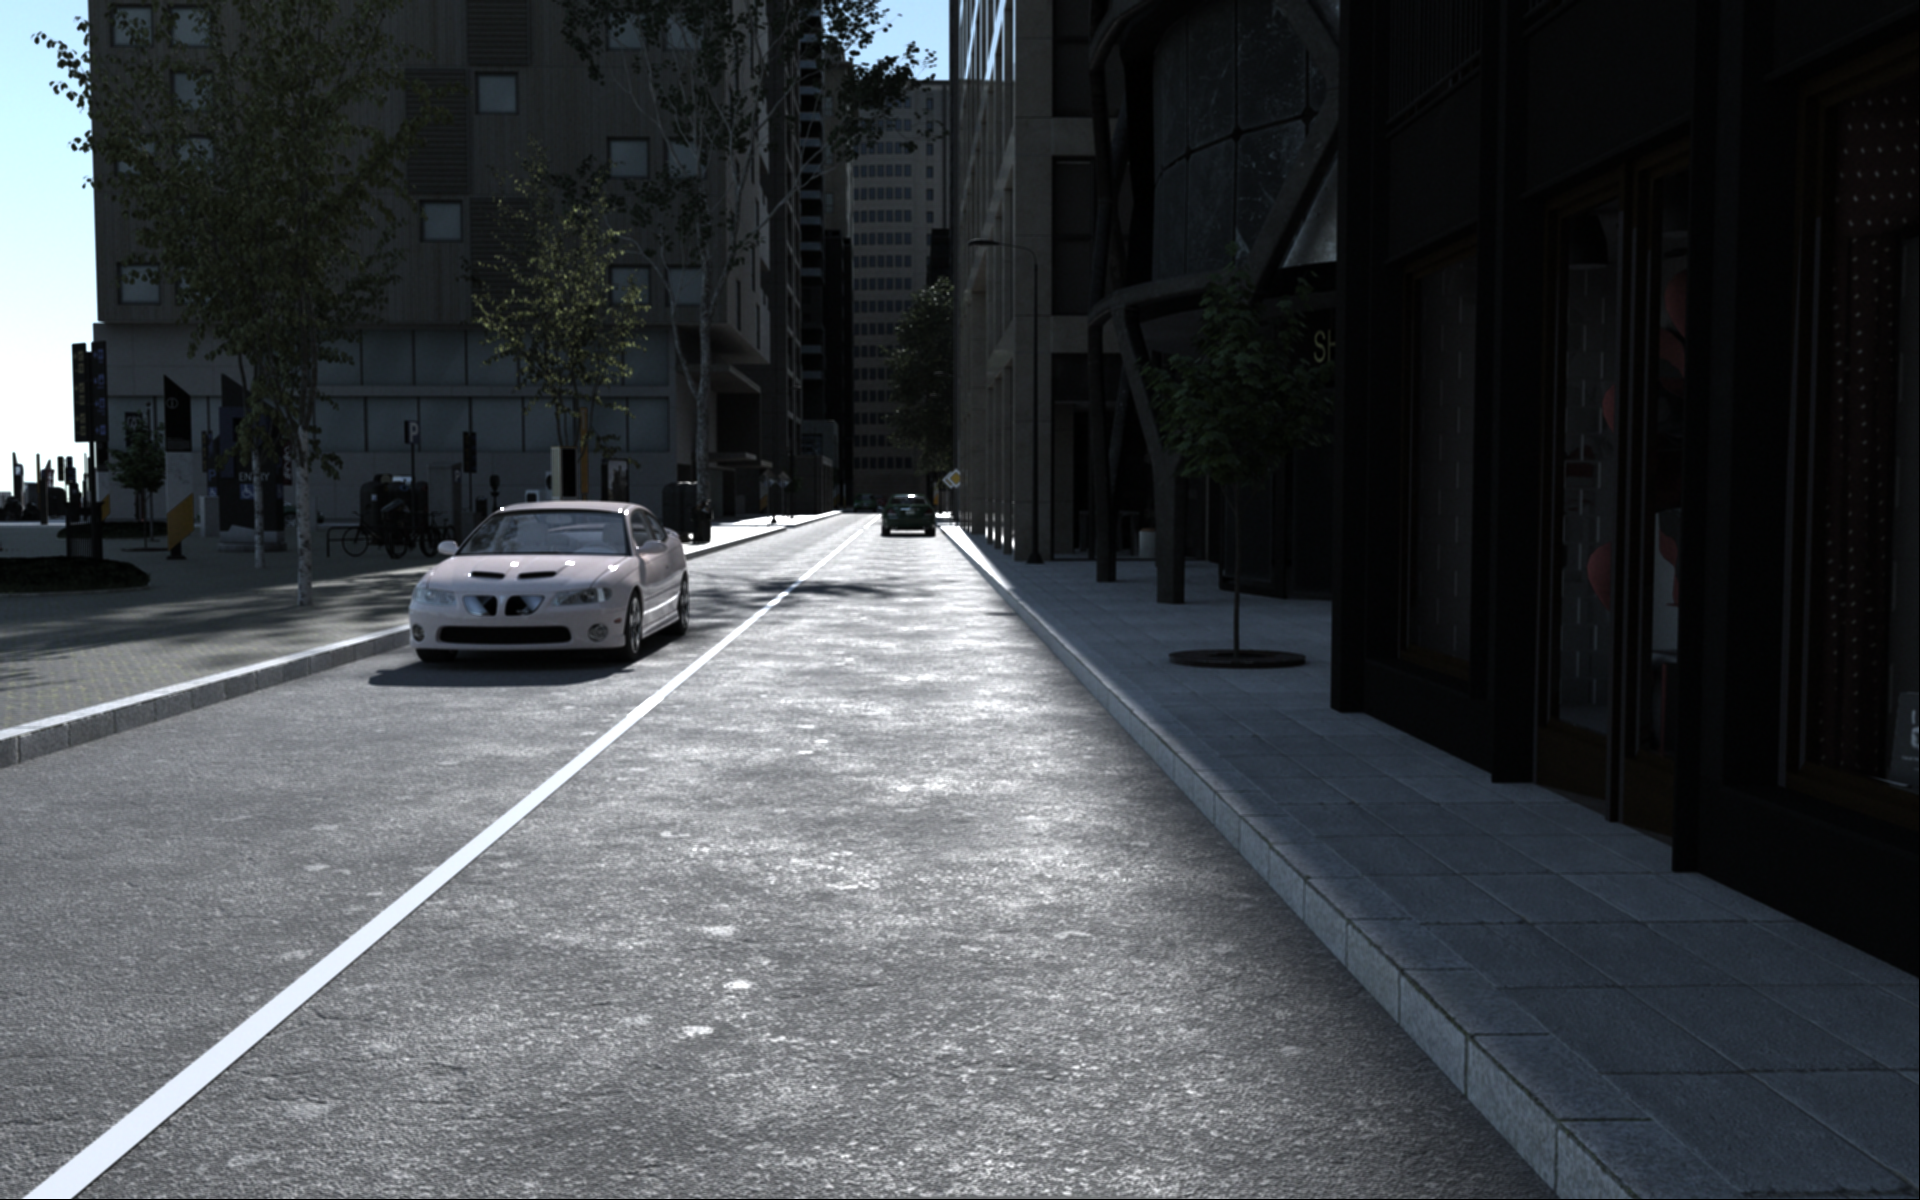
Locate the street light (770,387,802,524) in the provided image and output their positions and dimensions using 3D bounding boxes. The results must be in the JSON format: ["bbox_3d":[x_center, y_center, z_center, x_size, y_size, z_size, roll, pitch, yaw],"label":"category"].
[{"bbox_3d":[-7.534,-6.265,74.977,1.470,5.913,1.316,0,4,-2],"label":"street light"}]

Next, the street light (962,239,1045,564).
[{"bbox_3d":[0.843,-3.621,31.750,1.470,5.913,1.316,0,4,-2],"label":"street light"}]

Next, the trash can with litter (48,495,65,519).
[{"bbox_3d":[-47.106,-4.784,89.276,1.678,1.210,2.233,1,4,20],"label":"trash can with litter"}]

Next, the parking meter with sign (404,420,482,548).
[{"bbox_3d":[-12.211,-2.739,41.049,1.738,3.016,0.543,1,4,13],"label":"parking meter with sign"}]

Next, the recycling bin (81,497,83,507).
[{"bbox_3d":[-67.531,-7.434,134.094,0.722,1.027,0.722,0,3,0],"label":"recycling bin"}]

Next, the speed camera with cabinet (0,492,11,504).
[{"bbox_3d":[-65.739,-7.578,118.236,0.660,3.252,2.038,1,4,11],"label":"speed camera with cabinet"}]

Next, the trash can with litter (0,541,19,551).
[{"bbox_3d":[-22.474,-1.699,38.830,2.233,1.210,1.678,-1,4,-18],"label":"trash can with litter"}]

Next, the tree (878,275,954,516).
[{"bbox_3d":[-0.177,-11.850,100.410,9.857,13.997,8.962,0,3,0],"label":"tree"}]

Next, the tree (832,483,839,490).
[{"bbox_3d":[-11.270,-9.253,145.882,1.663,3.219,1.824,0,3,0],"label":"tree"}]

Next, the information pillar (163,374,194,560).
[{"bbox_3d":[-15.347,-2.608,33.997,0.504,3.616,0.183,-2,4,-32],"label":"information pillar"}]

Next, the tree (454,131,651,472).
[{"bbox_3d":[-8.077,-5.198,35.356,4.360,8.622,3.978,0,3,0],"label":"tree"}]

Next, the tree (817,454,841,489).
[{"bbox_3d":[-11.340,-9.449,138.207,4.285,4.588,4.351,0,3,0],"label":"tree"}]

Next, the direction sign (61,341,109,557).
[{"bbox_3d":[-12.990,-2.075,25.925,0.876,3.537,0.379,2,4,34],"label":"direction sign"}]

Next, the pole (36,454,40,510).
[{"bbox_3d":[-46.383,-5.711,87.220,0.158,3.312,0.155,0,3,0],"label":"pole"}]

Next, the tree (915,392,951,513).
[{"bbox_3d":[-1.134,-10.375,119.997,4.360,8.622,3.978,0,3,0],"label":"tree"}]

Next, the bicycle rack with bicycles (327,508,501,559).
[{"bbox_3d":[-11.500,-1.367,35.728,2.852,0.926,2.925,2,4,29],"label":"bicycle rack with bicycles"}]

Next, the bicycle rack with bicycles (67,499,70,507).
[{"bbox_3d":[-66.269,-7.145,130.196,2.852,0.926,2.925,-1,4,-18],"label":"bicycle rack with bicycles"}]

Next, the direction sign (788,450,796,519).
[{"bbox_3d":[-8.694,-5.966,89.543,0.379,3.537,0.876,-1,4,-16],"label":"direction sign"}]

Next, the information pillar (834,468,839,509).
[{"bbox_3d":[-10.583,-9.598,148.284,0.504,3.616,0.183,-1,4,-11],"label":"information pillar"}]

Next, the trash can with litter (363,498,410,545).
[{"bbox_3d":[-14.479,-1.979,43.744,0.624,1.170,1.055,3,4,38],"label":"trash can with litter"}]

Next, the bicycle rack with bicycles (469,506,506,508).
[{"bbox_3d":[-13.594,-2.290,50.818,2.925,0.926,2.852,2,4,25],"label":"bicycle rack with bicycles"}]

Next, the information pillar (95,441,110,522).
[{"bbox_3d":[-31.727,-4.447,64.065,0.183,3.616,0.504,2,4,24],"label":"information pillar"}]

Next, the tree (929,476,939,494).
[{"bbox_3d":[-2.286,-9.796,154.759,1.663,3.219,1.824,0,3,0],"label":"tree"}]

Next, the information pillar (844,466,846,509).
[{"bbox_3d":[-9.671,-9.405,145.133,0.183,3.616,0.504,-1,4,-13],"label":"information pillar"}]

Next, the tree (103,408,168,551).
[{"bbox_3d":[-18.582,-2.734,39.302,1.663,3.219,1.824,0,3,0],"label":"tree"}]

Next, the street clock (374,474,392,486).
[{"bbox_3d":[-21.115,-3.583,63.152,0.358,2.002,0.471,2,4,25],"label":"street clock"}]

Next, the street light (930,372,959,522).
[{"bbox_3d":[-0.290,-5.726,66.166,1.470,5.913,1.316,0,4,-2],"label":"street light"}]

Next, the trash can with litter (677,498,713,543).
[{"bbox_3d":[-7.038,-2.088,45.532,1.055,1.170,0.624,0,4,8],"label":"trash can with litter"}]

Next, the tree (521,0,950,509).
[{"bbox_3d":[-6.660,-11.915,50.699,12.611,20.169,13.585,0,3,0],"label":"tree"}]

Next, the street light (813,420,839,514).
[{"bbox_3d":[-8.589,-8.363,109.272,1.470,5.913,1.316,0,4,-2],"label":"street light"}]

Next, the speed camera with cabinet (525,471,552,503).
[{"bbox_3d":[-15.844,-4.401,66.296,2.038,3.252,0.660,3,5,42],"label":"speed camera with cabinet"}]

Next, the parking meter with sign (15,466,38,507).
[{"bbox_3d":[-58.622,-6.916,109.345,0.543,3.016,1.738,2,4,26],"label":"parking meter with sign"}]

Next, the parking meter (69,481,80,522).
[{"bbox_3d":[-40.814,-4.534,79.835,0.399,1.863,0.255,-3,4,-39],"label":"parking meter"}]

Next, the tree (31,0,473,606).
[{"bbox_3d":[-7.781,-4.238,19.649,4.737,8.622,4.395,0,3,0],"label":"tree"}]

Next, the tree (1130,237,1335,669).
[{"bbox_3d":[2.026,-1.140,13.241,1.663,3.219,1.824,0,3,0],"label":"tree"}]

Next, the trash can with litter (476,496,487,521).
[{"bbox_3d":[-16.209,-2.989,59.923,1.678,1.210,2.233,2,4,25],"label":"trash can with litter"}]

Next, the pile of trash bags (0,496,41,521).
[{"bbox_3d":[-45.200,-4.386,81.462,1.912,1.369,3.447,2,4,26],"label":"pile of trash bags"}]

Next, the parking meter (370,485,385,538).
[{"bbox_3d":[-15.844,-2.369,47.145,0.372,1.533,0.369,0,3,0],"label":"parking meter"}]

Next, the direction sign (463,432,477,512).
[{"bbox_3d":[-17.885,-4.359,63.261,0.379,3.537,0.876,1,4,14],"label":"direction sign"}]

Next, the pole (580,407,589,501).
[{"bbox_3d":[-8.860,-2.876,40.871,0.158,3.312,0.155,0,3,0],"label":"pole"}]

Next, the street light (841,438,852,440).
[{"bbox_3d":[-9.652,-10.460,143.566,1.470,5.913,1.316,0,4,-2],"label":"street light"}]

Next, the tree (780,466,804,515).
[{"bbox_3d":[-10.159,-6.742,104.826,1.663,3.219,1.824,0,3,0],"label":"tree"}]

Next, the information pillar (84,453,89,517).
[{"bbox_3d":[-49.501,-6.530,98.117,0.183,3.616,0.504,-2,4,-26],"label":"information pillar"}]

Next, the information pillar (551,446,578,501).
[{"bbox_3d":[-6.129,-1.369,26.879,0.304,2.012,0.304,-3,5,-41],"label":"information pillar"}]

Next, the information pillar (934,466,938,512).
[{"bbox_3d":[-1.717,-8.044,122.873,0.183,3.616,0.504,-3,4,-36],"label":"information pillar"}]

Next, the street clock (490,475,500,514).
[{"bbox_3d":[-17.722,-3.758,66.011,0.358,2.002,0.471,0,4,3],"label":"street clock"}]

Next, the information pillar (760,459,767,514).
[{"bbox_3d":[-12.434,-7.221,109.418,0.504,3.616,0.183,-1,4,-9],"label":"information pillar"}]

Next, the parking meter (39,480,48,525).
[{"bbox_3d":[-38.636,-4.117,73.024,0.255,1.863,0.399,-2,4,-23],"label":"parking meter"}]

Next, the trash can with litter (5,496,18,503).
[{"bbox_3d":[-50.498,-4.942,92.191,0.624,1.170,1.055,-2,4,-30],"label":"trash can with litter"}]
